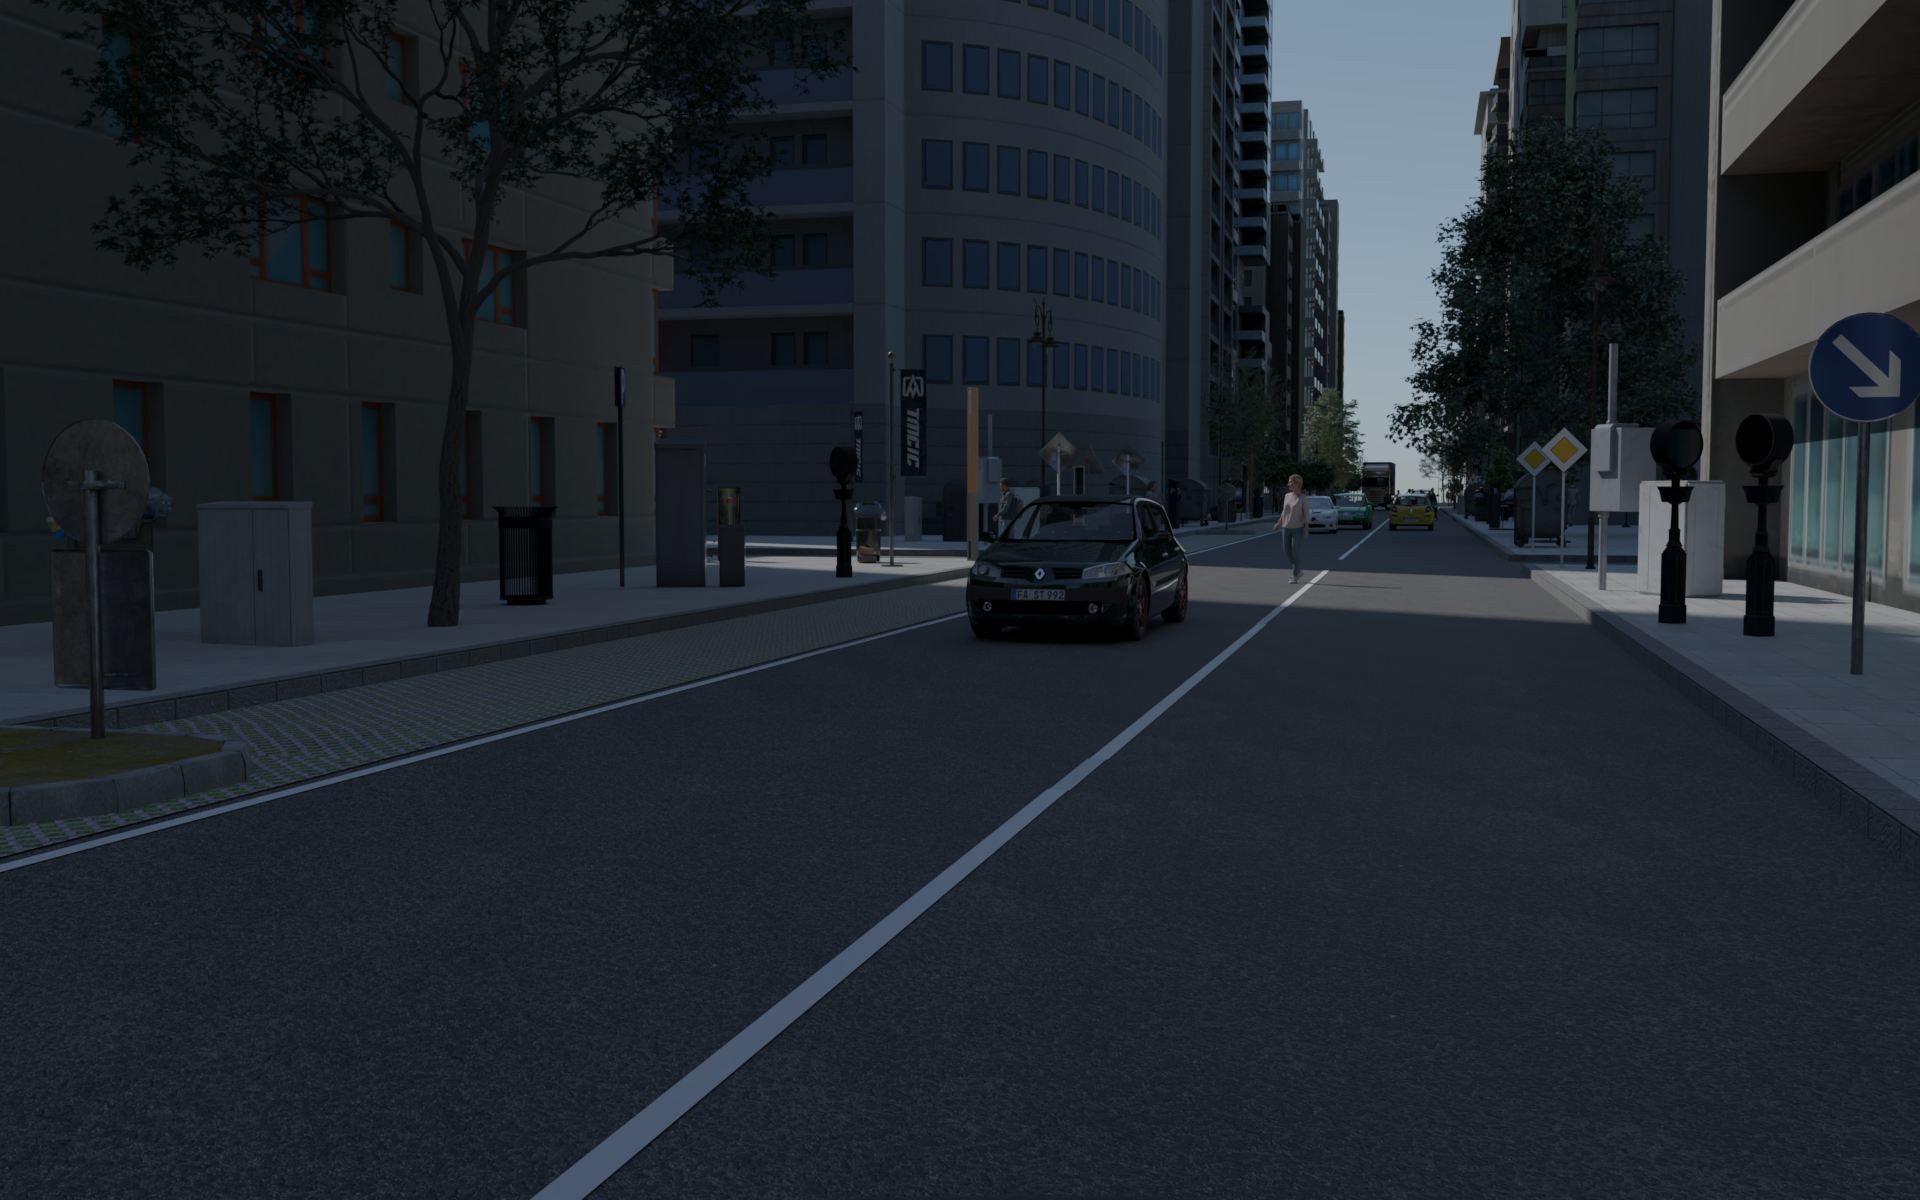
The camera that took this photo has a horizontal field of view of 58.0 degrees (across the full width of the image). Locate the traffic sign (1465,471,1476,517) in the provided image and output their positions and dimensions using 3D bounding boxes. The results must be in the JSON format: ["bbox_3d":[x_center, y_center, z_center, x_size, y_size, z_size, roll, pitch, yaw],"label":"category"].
[{"bbox_3d":[28.969,-5.980,97.781,0.884,2.594,0.081,1,4,17],"label":"traffic sign"}]

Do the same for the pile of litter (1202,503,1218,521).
[{"bbox_3d":[11.904,-4.195,82.560,1.719,0.858,1.176,-2,4,-25],"label":"pile of litter"}]

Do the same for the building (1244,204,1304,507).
[{"bbox_3d":[26.583,-24.532,172.806,14.160,30.474,14.107,1,4,15],"label":"building"}]

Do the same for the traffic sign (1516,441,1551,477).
[{"bbox_3d":[12.575,-2.183,37.889,0.795,2.593,0.064,1,4,15],"label":"traffic sign"}]

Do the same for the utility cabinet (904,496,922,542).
[{"bbox_3d":[-1.263,-2.198,47.106,0.306,1.237,1.020,1,4,10],"label":"utility cabinet"}]

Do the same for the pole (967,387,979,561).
[{"bbox_3d":[0.247,-2.407,33.205,0.158,3.312,0.155,0,3,0],"label":"pole"}]

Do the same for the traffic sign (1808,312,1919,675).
[{"bbox_3d":[6.382,-0.743,12.250,0.768,2.556,0.104,1,4,15],"label":"traffic sign"}]

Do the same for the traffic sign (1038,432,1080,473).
[{"bbox_3d":[1.837,-1.853,32.488,0.795,2.593,0.064,1,4,15],"label":"traffic sign"}]

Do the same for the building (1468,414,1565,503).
[{"bbox_3d":[86.839,-24.551,246.443,27.650,21.520,28.899,1,4,15],"label":"building"}]

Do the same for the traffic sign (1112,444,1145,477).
[{"bbox_3d":[3.886,-2.325,40.207,0.795,2.593,0.064,1,4,15],"label":"traffic sign"}]

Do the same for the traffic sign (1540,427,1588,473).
[{"bbox_3d":[10.527,-1.711,30.170,0.795,2.593,0.064,1,4,15],"label":"traffic sign"}]

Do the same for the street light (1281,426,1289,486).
[{"bbox_3d":[21.592,-8.692,114.909,0.468,5.910,1.993,1,4,15],"label":"street light"}]

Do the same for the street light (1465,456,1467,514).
[{"bbox_3d":[32.187,-8.395,110.050,0.468,5.910,1.993,1,4,15],"label":"street light"}]

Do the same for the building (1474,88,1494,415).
[{"bbox_3d":[79.674,-38.473,218.270,28.713,52.752,27.495,1,4,15],"label":"building"}]

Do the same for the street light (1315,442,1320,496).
[{"bbox_3d":[31.089,-10.899,150.988,0.468,5.910,1.993,1,4,15],"label":"street light"}]

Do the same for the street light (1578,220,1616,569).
[{"bbox_3d":[10.786,-3.466,29.458,0.468,5.910,1.993,1,4,15],"label":"street light"}]

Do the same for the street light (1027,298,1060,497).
[{"bbox_3d":[1.970,-4.166,40.900,0.468,5.910,1.993,1,4,15],"label":"street light"}]

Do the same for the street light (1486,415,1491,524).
[{"bbox_3d":[22.600,-6.190,73.995,0.468,5.910,1.993,1,4,15],"label":"street light"}]

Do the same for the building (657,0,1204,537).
[{"bbox_3d":[-2.989,-31.991,65.050,21.231,58.520,28.212,1,4,15],"label":"building"}]

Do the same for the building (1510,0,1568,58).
[{"bbox_3d":[57.075,-33.326,134.124,28.713,52.752,27.495,1,4,15],"label":"building"}]

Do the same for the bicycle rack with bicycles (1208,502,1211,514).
[{"bbox_3d":[14.856,-6.100,113.109,2.852,0.926,2.925,-1,4,-14],"label":"bicycle rack with bicycles"}]

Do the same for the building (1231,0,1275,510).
[{"bbox_3d":[16.809,-51.230,150.281,22.319,86.520,31.000,1,4,15],"label":"building"}]

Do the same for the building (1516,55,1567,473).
[{"bbox_3d":[44.847,-21.081,116.374,14.160,30.474,14.107,1,4,15],"label":"building"}]

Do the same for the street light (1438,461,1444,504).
[{"bbox_3d":[63.583,-15.632,228.369,0.468,5.910,1.993,1,4,15],"label":"street light"}]

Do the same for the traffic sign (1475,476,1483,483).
[{"bbox_3d":[29.274,-5.832,97.477,0.606,2.300,0.079,1,4,23],"label":"traffic sign"}]

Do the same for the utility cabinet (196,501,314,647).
[{"bbox_3d":[-6.013,-0.221,14.770,1.020,1.237,0.306,1,4,23],"label":"utility cabinet"}]

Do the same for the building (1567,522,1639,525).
[{"bbox_3d":[33.546,-23.938,74.976,14.154,41.232,14.086,1,4,15],"label":"building"}]

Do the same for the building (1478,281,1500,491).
[{"bbox_3d":[67.270,-26.226,200.489,14.160,30.474,14.107,1,4,15],"label":"building"}]

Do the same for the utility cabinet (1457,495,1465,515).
[{"bbox_3d":[31.330,-5.937,108.223,0.306,1.237,1.020,2,4,27],"label":"utility cabinet"}]

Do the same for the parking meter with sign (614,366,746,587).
[{"bbox_3d":[-3.844,-1.691,23.917,1.738,3.016,0.543,0,4,-5],"label":"parking meter with sign"}]

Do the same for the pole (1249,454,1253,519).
[{"bbox_3d":[14.725,-5.730,87.522,0.158,3.312,0.155,0,3,0],"label":"pole"}]

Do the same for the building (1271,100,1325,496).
[{"bbox_3d":[33.261,-36.401,214.772,23.786,49.044,30.456,1,4,15],"label":"building"}]

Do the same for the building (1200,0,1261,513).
[{"bbox_3d":[11.442,-42.035,125.522,20.563,71.187,20.611,1,4,15],"label":"building"}]

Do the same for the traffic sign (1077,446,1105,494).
[{"bbox_3d":[3.447,-2.835,46.362,0.884,2.594,0.081,1,4,15],"label":"traffic sign"}]

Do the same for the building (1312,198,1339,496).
[{"bbox_3d":[43.772,-33.747,235.356,14.154,41.232,14.086,1,4,15],"label":"building"}]

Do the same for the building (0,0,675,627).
[{"bbox_3d":[-22.750,-10.805,21.708,28.899,21.520,27.650,1,4,15],"label":"building"}]

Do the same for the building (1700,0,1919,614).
[{"bbox_3d":[19.068,-23.784,12.572,21.300,48.544,21.600,1,4,15],"label":"building"}]

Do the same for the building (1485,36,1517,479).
[{"bbox_3d":[61.456,-31.090,162.938,22.147,44.769,28.867,1,4,15],"label":"building"}]

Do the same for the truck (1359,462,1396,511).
[{"bbox_3d":[37.037,-10.053,153.287,2.839,4.237,11.283,1,4,16],"label":"truck"}]

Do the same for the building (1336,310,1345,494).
[{"bbox_3d":[50.842,-30.061,263.205,14.160,30.474,14.107,1,4,15],"label":"building"}]

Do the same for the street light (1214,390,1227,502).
[{"bbox_3d":[11.560,-6.371,76.954,0.468,5.910,1.993,1,4,15],"label":"street light"}]
